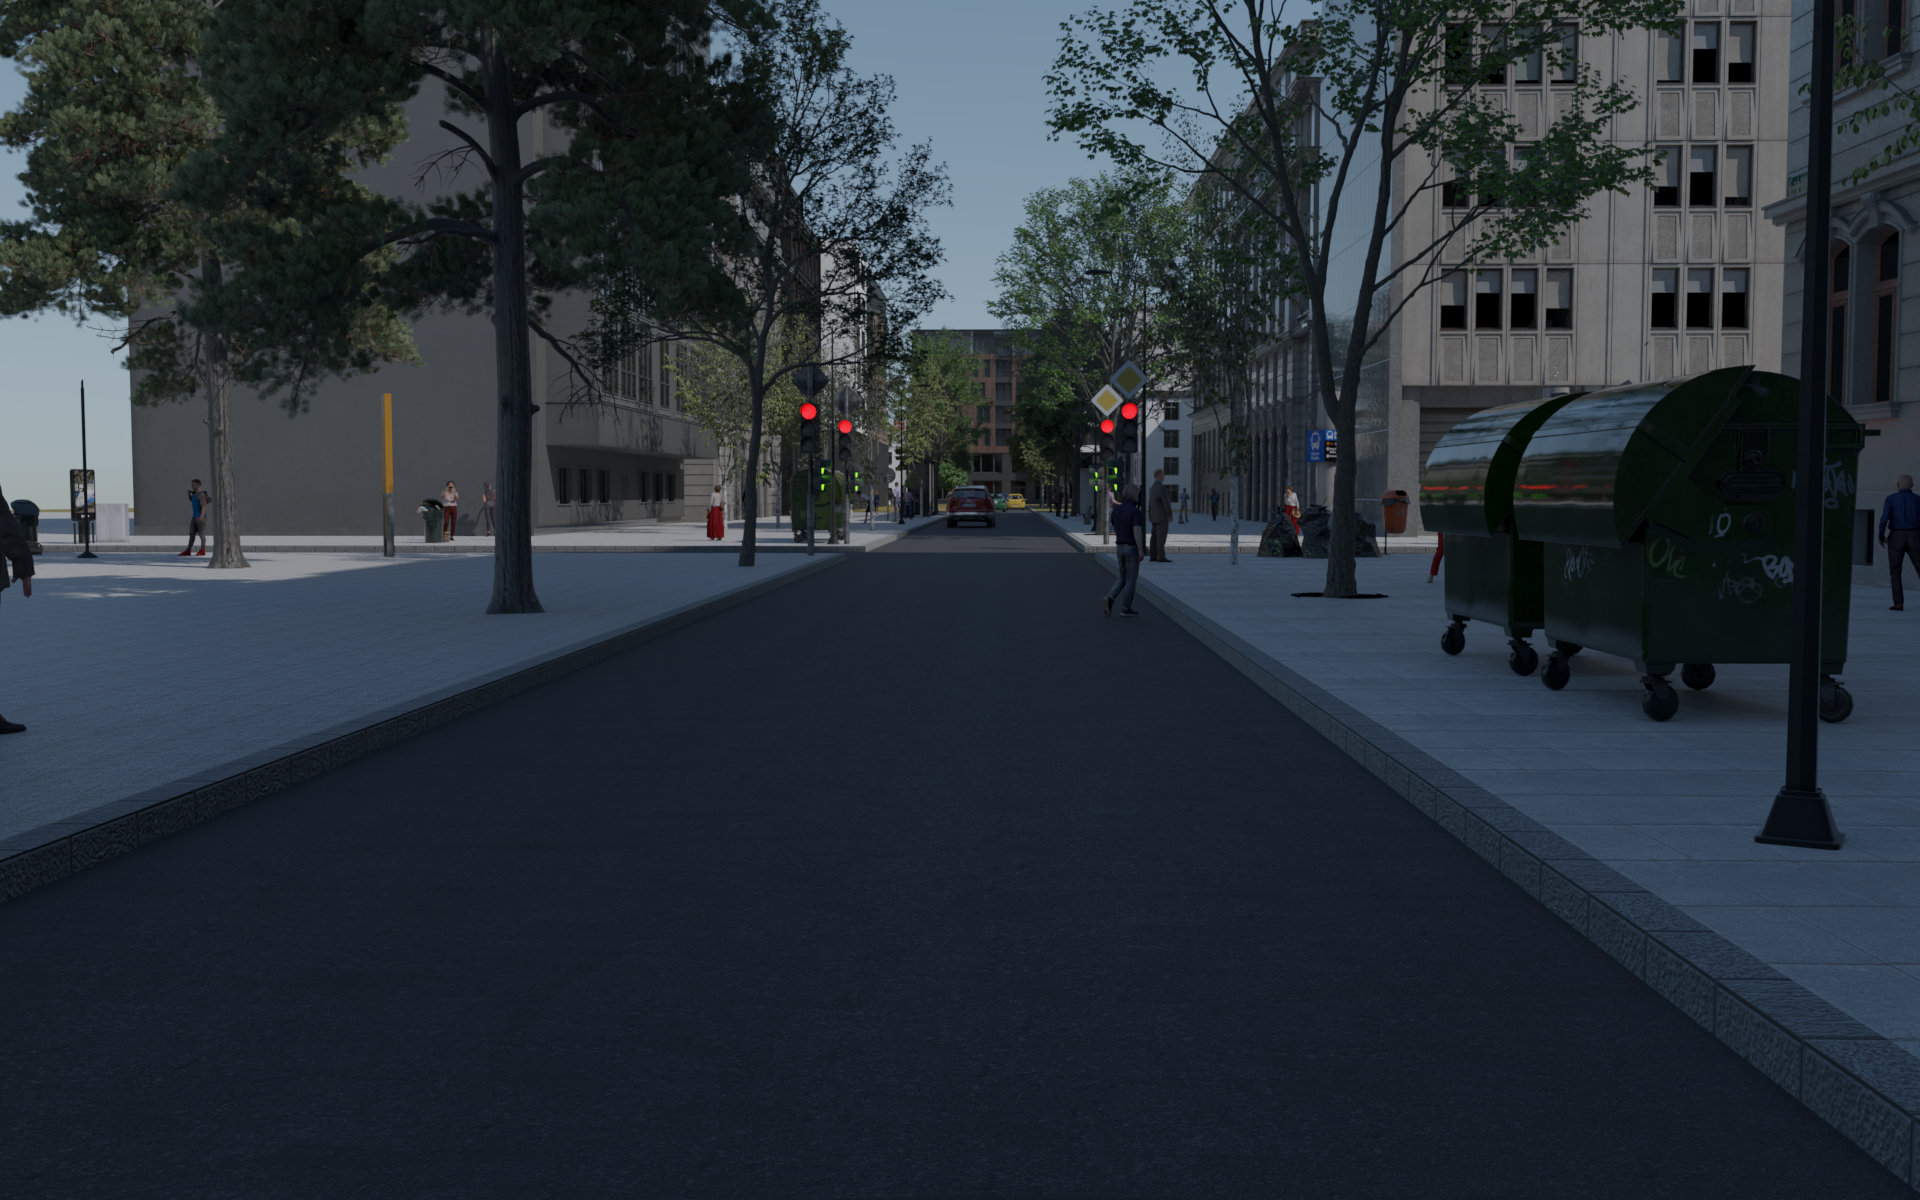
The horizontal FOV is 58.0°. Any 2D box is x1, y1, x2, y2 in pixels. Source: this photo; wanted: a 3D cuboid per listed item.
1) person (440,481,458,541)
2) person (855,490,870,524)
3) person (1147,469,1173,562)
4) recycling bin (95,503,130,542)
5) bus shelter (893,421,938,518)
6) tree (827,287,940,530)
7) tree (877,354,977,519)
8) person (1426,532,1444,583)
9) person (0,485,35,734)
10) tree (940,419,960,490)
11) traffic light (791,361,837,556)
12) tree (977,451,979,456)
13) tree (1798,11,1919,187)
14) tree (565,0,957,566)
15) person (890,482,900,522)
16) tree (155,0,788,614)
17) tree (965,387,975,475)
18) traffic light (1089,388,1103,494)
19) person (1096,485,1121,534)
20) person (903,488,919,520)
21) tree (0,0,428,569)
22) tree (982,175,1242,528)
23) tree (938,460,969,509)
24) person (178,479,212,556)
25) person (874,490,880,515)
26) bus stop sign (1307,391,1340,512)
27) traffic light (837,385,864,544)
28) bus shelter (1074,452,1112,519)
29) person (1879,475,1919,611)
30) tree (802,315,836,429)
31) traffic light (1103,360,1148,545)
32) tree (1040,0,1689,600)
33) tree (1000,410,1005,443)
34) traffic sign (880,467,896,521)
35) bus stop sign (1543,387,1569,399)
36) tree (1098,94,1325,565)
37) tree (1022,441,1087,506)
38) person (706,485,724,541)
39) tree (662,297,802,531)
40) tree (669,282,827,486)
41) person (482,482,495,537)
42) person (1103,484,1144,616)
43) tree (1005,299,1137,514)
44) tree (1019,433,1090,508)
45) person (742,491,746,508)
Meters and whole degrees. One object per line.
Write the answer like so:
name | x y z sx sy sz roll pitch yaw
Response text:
person | -13.989 -2.449 47.544 0.517 1.644 0.566 1 4 17
person | -4.106 -3.996 74.564 0.799 1.438 0.628 -2 4 -34
person | 3.794 -1.595 32.678 0.434 1.755 0.990 -1 4 -15
recycling bin | -22.666 -2.064 46.308 0.722 1.027 0.722 -1 4 -16
bus shelter | -2.515 -7.324 97.381 2.179 5.291 8.768 0 4 2
tree | -3.338 -6.760 60.884 4.360 8.622 3.978 0 3 0
tree | -2.248 -8.562 90.356 4.737 8.622 4.395 0 3 0
person | 7.045 -1.054 24.981 0.593 1.614 0.444 1 4 20
person | -5.366 -0.166 9.303 0.990 1.755 0.434 1 4 19
tree | -2.154 -10.196 117.063 4.360 8.622 3.978 0 3 0
traffic light | -3.093 -2.863 36.053 0.839 4.213 0.868 0 4 2
tree | 0.059 -13.647 173.490 4.737 8.622 4.395 0 3 0
tree | 8.756 -3.820 12.812 4.737 8.622 4.395 0 3 0
tree | -3.460 -5.872 30.424 7.601 10.594 8.767 1 4 9
person | -2.940 -4.485 79.234 0.599 1.838 0.709 3 5 43
tree | -4.788 -5.888 18.321 6.751 12.117 7.091 0 3 0
tree | -1.793 -12.533 126.973 6.751 12.117 7.091 0 3 0
traffic light | 3.692 -3.341 43.866 0.839 4.213 0.868 0 4 2
person | 4.721 -2.888 55.220 0.963 1.587 0.435 2 4 26
person | -2.573 -4.847 87.250 0.963 1.587 0.435 1 4 18
tree | -12.943 -7.463 29.442 7.806 13.903 7.818 0 3 0
tree | 5.966 -9.522 66.061 12.009 13.543 11.850 0 3 0
tree | -0.695 -10.266 151.565 4.285 4.588 4.351 0 3 0
person | -15.933 -1.722 36.073 0.647 1.594 0.662 2 4 33
person | -5.220 -6.106 108.416 0.480 1.512 0.613 -2 4 -26
bus stop sign | 9.503 -3.398 44.569 0.837 3.901 0.837 -1 4 -21
traffic light | -2.867 -3.351 44.035 0.839 4.213 0.868 0 4 2
bus shelter | 6.786 -5.639 86.125 2.014 3.302 5.546 0 4 2
person | 10.457 -0.630 19.038 0.574 1.496 0.600 3 5 40
tree | -6.854 -7.107 66.558 4.737 8.622 4.395 0 3 0
traffic light | 3.466 -2.853 35.884 0.839 4.213 0.868 0 4 2
tree | 4.627 -5.826 21.012 9.928 11.665 9.643 0 3 0
tree | 8.295 -15.974 168.601 7.806 13.903 7.818 0 3 0
traffic sign | -3.430 -5.026 82.275 0.768 2.556 0.104 1 4 10
bus stop sign | 14.752 -3.301 42.982 0.837 3.901 0.837 0 4 8
tree | 4.756 -4.944 31.198 4.360 8.622 3.978 0 3 0
tree | 9.548 -15.984 179.472 7.486 12.596 7.792 0 3 0
person | -6.728 -2.396 47.680 0.523 1.526 0.387 -3 4 -37
tree | -8.134 -6.684 59.645 4.737 8.622 4.395 0 3 0
tree | -6.866 -6.407 55.122 4.360 8.622 3.978 0 3 0
person | -14.191 -2.735 52.226 0.415 1.643 0.593 0 4 4
person | 1.901 -0.590 20.349 0.471 1.553 0.569 0 4 -1
tree | 7.712 -12.508 111.931 7.806 13.903 7.818 0 3 0
tree | 7.374 -10.556 122.947 4.737 8.622 4.395 0 3 0
person | -8.998 -4.089 73.610 0.576 1.737 0.504 0 4 2
